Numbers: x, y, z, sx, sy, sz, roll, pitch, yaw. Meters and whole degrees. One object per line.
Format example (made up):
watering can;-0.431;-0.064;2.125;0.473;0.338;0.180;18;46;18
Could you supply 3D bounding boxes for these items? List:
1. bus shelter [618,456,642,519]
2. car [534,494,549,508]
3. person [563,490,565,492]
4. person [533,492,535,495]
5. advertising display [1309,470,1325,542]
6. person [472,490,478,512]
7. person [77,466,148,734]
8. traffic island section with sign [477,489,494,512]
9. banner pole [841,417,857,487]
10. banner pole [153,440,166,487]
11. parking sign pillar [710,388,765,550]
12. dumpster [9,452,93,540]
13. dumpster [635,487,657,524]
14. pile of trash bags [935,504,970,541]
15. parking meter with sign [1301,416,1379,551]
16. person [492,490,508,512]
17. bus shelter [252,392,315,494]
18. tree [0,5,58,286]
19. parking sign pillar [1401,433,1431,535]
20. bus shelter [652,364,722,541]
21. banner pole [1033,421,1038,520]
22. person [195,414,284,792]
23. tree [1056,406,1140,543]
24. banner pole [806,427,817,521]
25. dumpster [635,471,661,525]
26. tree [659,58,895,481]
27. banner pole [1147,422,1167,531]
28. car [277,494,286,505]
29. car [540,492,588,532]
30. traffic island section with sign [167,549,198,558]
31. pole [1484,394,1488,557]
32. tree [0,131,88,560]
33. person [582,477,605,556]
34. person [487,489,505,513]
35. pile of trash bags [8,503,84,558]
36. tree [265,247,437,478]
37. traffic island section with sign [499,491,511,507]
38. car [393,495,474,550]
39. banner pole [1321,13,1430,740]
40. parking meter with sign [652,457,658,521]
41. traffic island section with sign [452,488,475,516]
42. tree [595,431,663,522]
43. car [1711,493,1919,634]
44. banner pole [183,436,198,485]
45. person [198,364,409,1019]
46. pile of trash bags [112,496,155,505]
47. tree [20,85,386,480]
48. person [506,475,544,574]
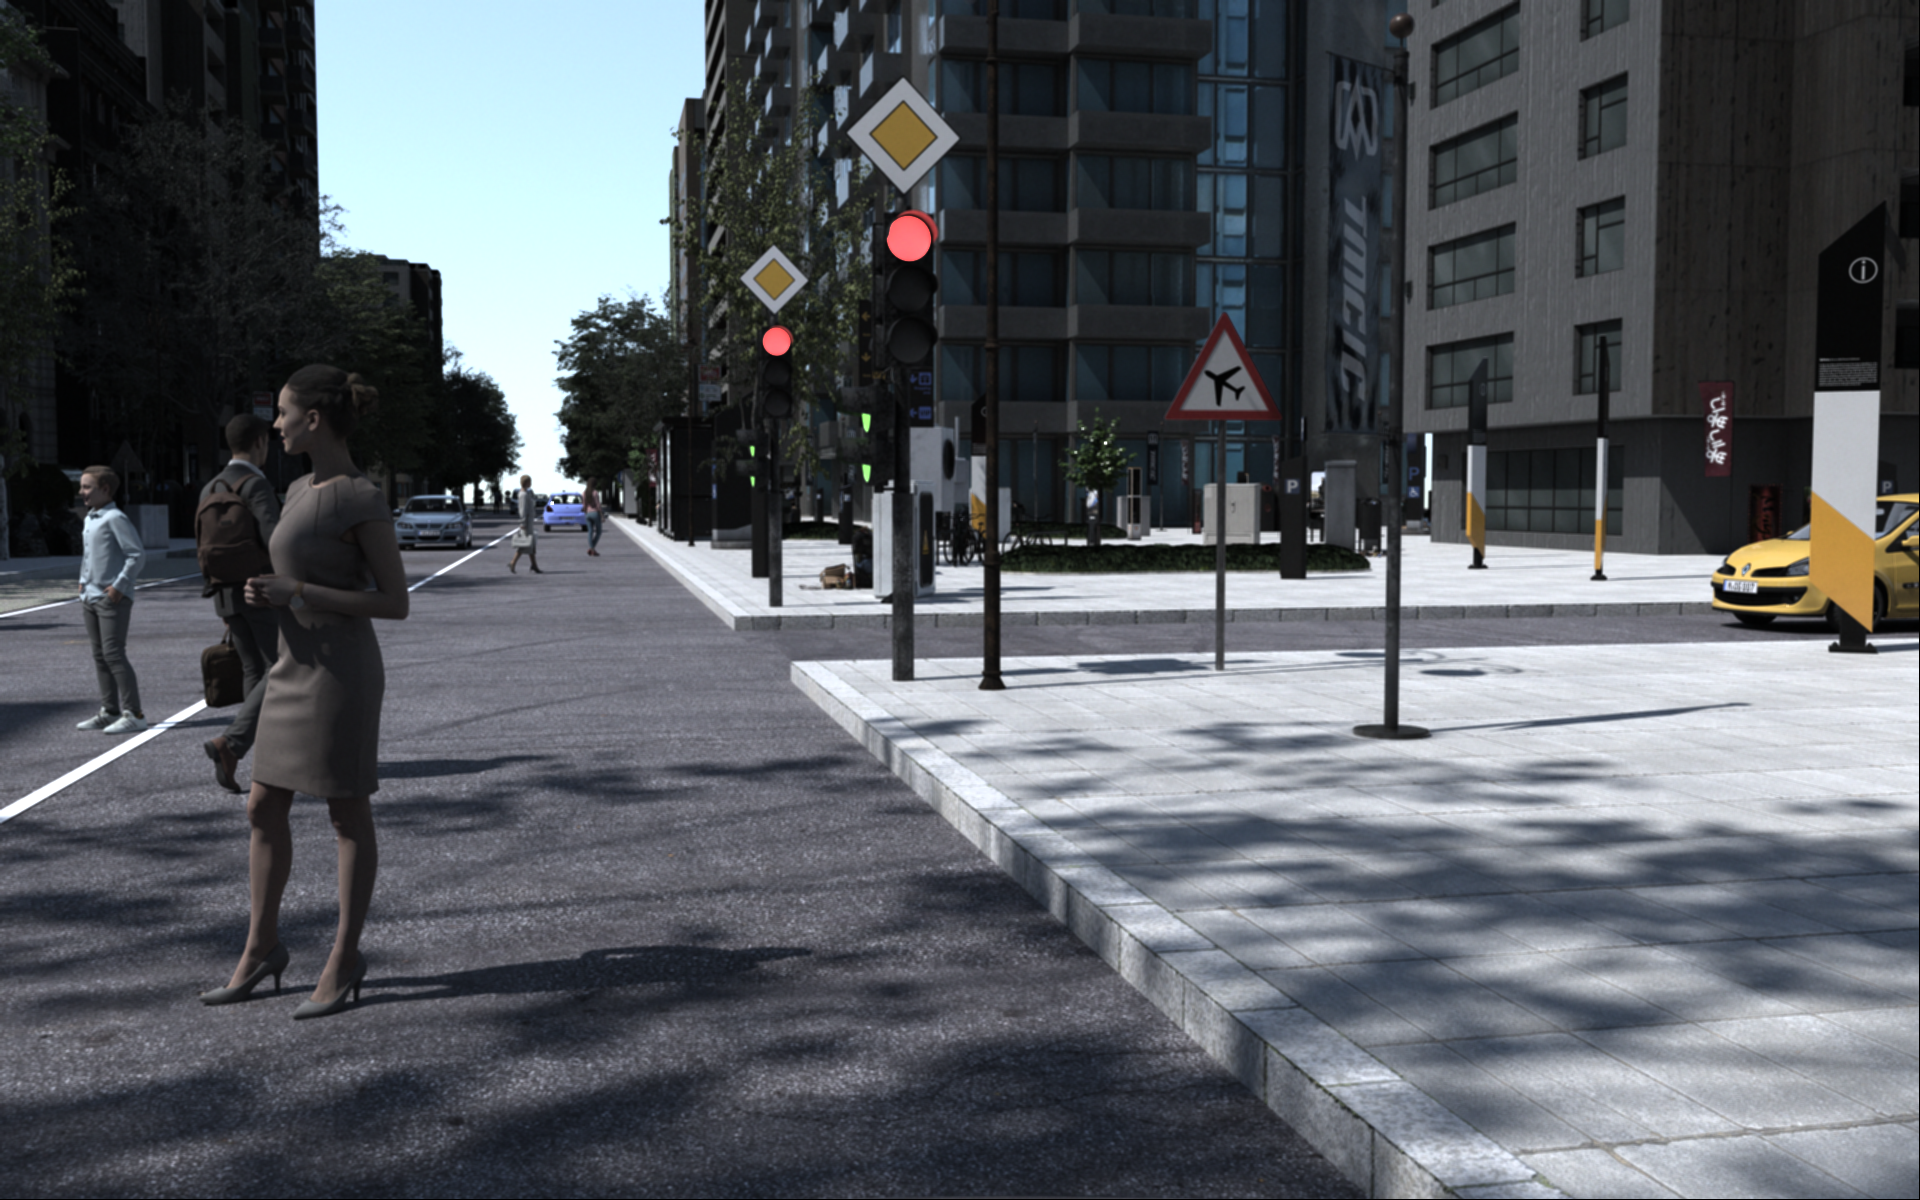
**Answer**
bus shelter;-16.179;-5.719;87.433;2.014;3.302;5.546;-1;4;-12
car;-40.020;-9.507;165.225;2.009;1.686;4.222;-1;4;-14
person;-33.886;-8.482;147.710;0.750;1.759;0.617;-3;5;-44
person;-54.246;-12.900;220.136;1.217;1.743;0.721;-1;4;-15
advertising display;9.797;-2.505;46.176;0.974;1.923;0.123;2;4;32
person;-39.192;-7.996;139.924;0.721;1.739;1.217;-2;4;-31
person;-5.193;-0.013;10.528;0.330;1.601;0.589;-3;5;-44
traffic island section with sign;-39.194;-8.137;141.664;1.989;1.847;2.006;-1;4;-12
banner pole;-3.622;-4.047;56.191;0.401;3.779;0.863;3;4;38
banner pole;-33.656;-5.064;72.808;0.863;3.779;0.401;1;4;22
parking sign pillar;-5.139;-3.190;40.624;1.447;3.967;1.447;-2;4;-23
dumpster;-21.112;-2.308;40.230;1.502;2.255;1.985;-1;4;-12
dumpster;-13.515;-4.268;75.536;1.264;1.857;1.865;-1;4;-12
pile of trash bags;0.210;-2.324;47.743;1.912;1.369;3.447;-1;4;-19
parking meter with sign;8.580;-2.614;38.997;1.738;3.016;0.543;0;4;7
person;-36.911;-7.935;138.926;1.217;1.739;0.721;-1;4;-9
bus shelter;-27.179;-5.694;70.721;2.179;5.291;8.768;-1;4;-12
tree;-16.413;-5.994;23.763;9.928;11.665;9.643;0;3;0
parking sign pillar;14.340;-4.035;54.451;1.447;3.967;1.447;1;4;20
bus shelter;-7.894;-4.492;51.074;2.179;5.291;8.768;-1;4;-12
banner pole;2.562;-4.217;58.960;0.401;3.779;0.863;1;4;11
person;-3.548;-0.009;8.610;0.622;1.834;0.822;1;4;22
tree;3.045;-2.668;38.224;1.663;3.219;1.824;0;3;0
banner pole;-5.526;-4.572;64.761;0.401;3.779;0.863;2;4;33
dumpster;-12.682;-4.239;71.800;1.502;2.255;1.985;-1;4;-12
tree;-3.048;-4.882;30.176;4.737;8.622;4.395;0;3;0
banner pole;6.824;-4.290;60.151;0.863;3.779;0.401;-2;4;-30
car;-10.533;-0.947;27.279;2.131;1.459;4.920;-1;4;-12
car;-15.193;-3.499;66.803;1.945;1.707;3.694;-1;4;-14
traffic island section with sign;-16.852;-1.891;39.539;1.989;1.847;2.006;-1;4;-12
pole;10.603;-2.530;35.202;0.158;3.312;0.155;0;3;0
tree;-18.652;-5.065;33.167;4.737;8.622;4.395;0;3;0
person;-8.462;-1.930;40.064;0.555;1.821;0.388;1;4;16
person;-34.415;-7.340;128.495;1.348;1.826;0.705;-2;4;-31
pile of trash bags;-19.807;-1.631;36.412;3.447;1.369;1.912;3;5;40
tree;-28.356;-9.921;80.330;7.486;12.596;7.792;0;3;0
traffic island section with sign;-50.984;-11.436;195.608;1.989;1.847;2.006;-1;4;-12
car;-13.848;-2.060;45.688;2.014;1.417;4.499;-1;4;-13
banner pole;2.130;-1.159;8.971;0.863;3.779;0.401;-3;5;-42
parking meter with sign;-14.165;-5.343;83.617;1.738;3.016;0.543;-3;5;-39
traffic island section with sign;-33.427;-6.526;115.330;1.989;1.847;2.006;-1;4;-12
tree;-13.879;-5.903;80.227;4.285;4.588;4.351;0;3;0
car;10.129;-0.517;18.685;3.980;1.641;2.015;-1;4;-14
banner pole;-33.024;-5.158;74.347;0.863;3.779;0.401;1;4;16
person;-1.807;0.249;4.768;0.599;1.781;0.374;3;4;37
pile of trash bags;-21.611;-2.118;44.387;1.912;1.369;3.447;-1;4;-15
tree;-22.669;-8.686;52.392;12.009;13.543;11.850;0;3;0
person;-7.879;-1.373;31.308;0.624;1.780;0.694;0;4;-5
